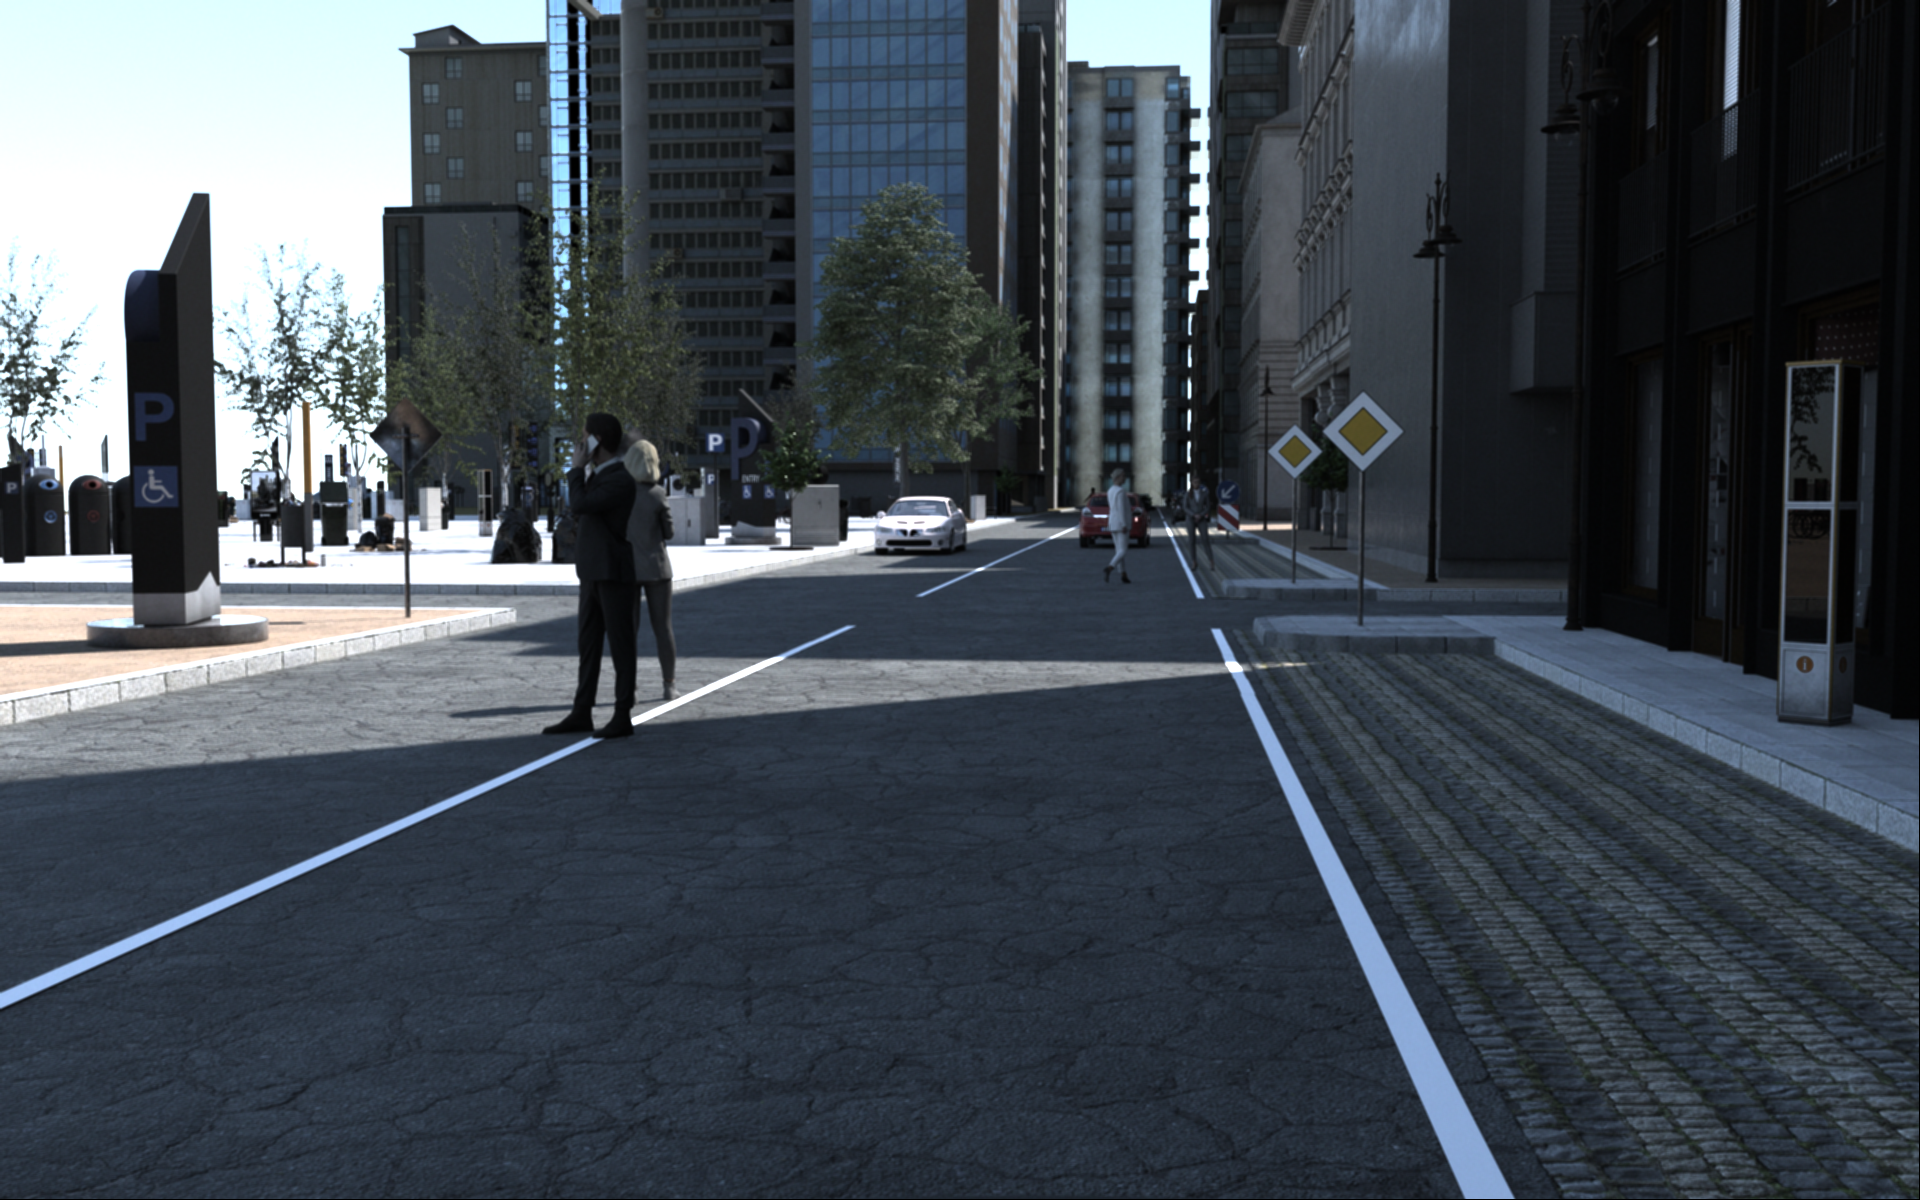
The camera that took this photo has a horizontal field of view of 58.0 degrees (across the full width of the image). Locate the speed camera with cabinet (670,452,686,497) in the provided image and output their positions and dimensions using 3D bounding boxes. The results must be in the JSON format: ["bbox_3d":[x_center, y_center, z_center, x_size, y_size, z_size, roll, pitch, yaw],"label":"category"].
[{"bbox_3d":[-13.956,-5.325,81.407,2.038,3.252,0.660,-1,4,-17],"label":"speed camera with cabinet"}]

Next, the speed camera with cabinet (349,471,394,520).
[{"bbox_3d":[-29.498,-5.659,86.853,2.038,3.252,0.660,0,4,2],"label":"speed camera with cabinet"}]

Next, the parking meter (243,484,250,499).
[{"bbox_3d":[-39.447,-5.517,95.920,0.399,1.863,0.255,1,4,19],"label":"parking meter"}]

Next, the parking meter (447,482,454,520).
[{"bbox_3d":[-25.344,-4.910,85.988,0.399,1.863,0.255,0,4,-5],"label":"parking meter"}]

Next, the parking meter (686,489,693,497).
[{"bbox_3d":[-14.314,-5.092,91.657,0.372,1.533,0.369,0,3,0],"label":"parking meter"}]

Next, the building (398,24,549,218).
[{"bbox_3d":[-46.088,-37.542,203.053,27.495,52.752,28.713,0,4,6],"label":"building"}]

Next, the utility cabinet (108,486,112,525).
[{"bbox_3d":[-23.755,-2.471,49.072,1.173,1.500,0.318,0,4,-1],"label":"utility cabinet"}]

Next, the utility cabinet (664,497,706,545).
[{"bbox_3d":[-6.920,-1.978,43.500,1.020,1.237,0.306,1,4,16],"label":"utility cabinet"}]

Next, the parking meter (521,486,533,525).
[{"bbox_3d":[-14.019,-2.917,56.112,0.372,1.533,0.369,0,3,0],"label":"parking meter"}]

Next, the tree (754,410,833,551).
[{"bbox_3d":[-3.945,-2.767,39.845,1.663,3.219,1.824,0,3,0],"label":"tree"}]

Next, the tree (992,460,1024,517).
[{"bbox_3d":[2.547,-6.384,98.985,1.663,3.219,1.824,0,3,0],"label":"tree"}]

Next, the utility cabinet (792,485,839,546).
[{"bbox_3d":[-3.539,-2.054,42.266,1.173,1.500,0.318,0,4,-7],"label":"utility cabinet"}]

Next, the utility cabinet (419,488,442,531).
[{"bbox_3d":[-18.366,-3.140,60.016,0.318,1.500,1.173,0,4,7],"label":"utility cabinet"}]

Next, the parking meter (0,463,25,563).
[{"bbox_3d":[-17.640,-1.620,32.197,0.399,1.863,0.255,-2,4,-32],"label":"parking meter"}]

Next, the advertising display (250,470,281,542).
[{"bbox_3d":[-18.774,-2.545,46.826,0.974,1.923,0.123,2,4,24],"label":"advertising display"}]

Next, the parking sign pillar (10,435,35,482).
[{"bbox_3d":[-43.070,-5.576,79.637,1.447,3.967,1.447,0,4,1],"label":"parking sign pillar"}]

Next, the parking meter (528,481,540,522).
[{"bbox_3d":[-19.562,-4.510,79.445,0.399,1.863,0.255,1,4,9],"label":"parking meter"}]

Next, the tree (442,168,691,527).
[{"bbox_3d":[-8.536,-5.489,40.102,4.737,8.622,4.395,0,3,0],"label":"tree"}]

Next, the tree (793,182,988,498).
[{"bbox_3d":[-2.412,-8.906,63.748,7.486,12.596,7.792,0,3,0],"label":"tree"}]

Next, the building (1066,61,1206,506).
[{"bbox_3d":[11.449,-35.170,194.634,30.456,49.044,23.786,0,4,6],"label":"building"}]

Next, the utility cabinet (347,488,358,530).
[{"bbox_3d":[-21.529,-3.191,60.853,1.173,1.500,0.318,3,4,36],"label":"utility cabinet"}]

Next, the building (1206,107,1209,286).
[{"bbox_3d":[42.329,-34.939,190.861,30.456,49.044,23.786,0,4,6],"label":"building"}]

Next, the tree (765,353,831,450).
[{"bbox_3d":[-8.439,-8.546,90.095,4.360,8.622,3.978,0,3,0],"label":"tree"}]

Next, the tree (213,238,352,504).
[{"bbox_3d":[-19.390,-6.041,49.133,4.360,8.622,3.978,0,3,0],"label":"tree"}]

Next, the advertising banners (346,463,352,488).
[{"bbox_3d":[-33.439,-6.117,96.206,2.074,3.025,0.090,2,4,34],"label":"advertising banners"}]

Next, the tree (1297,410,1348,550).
[{"bbox_3d":[8.617,-2.788,40.190,1.663,3.219,1.824,0,3,0],"label":"tree"}]

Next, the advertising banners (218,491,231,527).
[{"bbox_3d":[-29.286,-4.330,66.980,2.074,3.025,0.090,0,4,0],"label":"advertising banners"}]

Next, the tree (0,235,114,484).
[{"bbox_3d":[-27.218,-6.120,50.426,4.360,8.622,3.978,0,3,0],"label":"tree"}]

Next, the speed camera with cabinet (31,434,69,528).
[{"bbox_3d":[-29.790,-3.879,57.765,2.038,3.252,0.660,-2,4,-34],"label":"speed camera with cabinet"}]

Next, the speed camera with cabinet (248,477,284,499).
[{"bbox_3d":[-37.766,-6.118,94.372,0.660,3.252,2.038,2,4,30],"label":"speed camera with cabinet"}]

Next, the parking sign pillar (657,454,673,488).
[{"bbox_3d":[-16.287,-6.466,94.199,1.447,3.967,1.447,0,4,-3],"label":"parking sign pillar"}]

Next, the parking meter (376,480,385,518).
[{"bbox_3d":[-24.621,-4.154,73.636,0.255,1.863,0.399,0,4,-3],"label":"parking meter"}]

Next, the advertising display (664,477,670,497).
[{"bbox_3d":[-11.389,-3.802,67.375,0.123,1.923,0.974,-1,4,-16],"label":"advertising display"}]

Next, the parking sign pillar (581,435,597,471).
[{"bbox_3d":[-16.173,-5.421,77.107,1.447,3.967,1.447,-2,4,-31],"label":"parking sign pillar"}]

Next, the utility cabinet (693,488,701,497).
[{"bbox_3d":[-9.923,-3.554,66.788,0.318,1.500,1.173,1,4,14],"label":"utility cabinet"}]

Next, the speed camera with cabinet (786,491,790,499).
[{"bbox_3d":[-7.337,-5.456,83.548,2.038,3.252,0.660,-1,4,-19],"label":"speed camera with cabinet"}]

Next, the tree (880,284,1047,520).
[{"bbox_3d":[0.202,-9.727,84.785,9.928,11.665,9.643,0,3,0],"label":"tree"}]

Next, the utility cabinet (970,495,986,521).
[{"bbox_3d":[0.872,-4.435,83.680,0.306,1.237,1.020,2,4,30],"label":"utility cabinet"}]

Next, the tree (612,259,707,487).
[{"bbox_3d":[-9.665,-6.340,54.029,4.360,8.622,3.978,0,3,0],"label":"tree"}]

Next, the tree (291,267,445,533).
[{"bbox_3d":[-19.514,-6.459,55.959,4.737,8.622,4.395,0,3,0],"label":"tree"}]

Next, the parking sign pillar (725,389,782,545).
[{"bbox_3d":[-5.255,-3.393,43.948,1.447,3.967,1.447,3,5,44],"label":"parking sign pillar"}]

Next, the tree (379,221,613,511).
[{"bbox_3d":[-12.371,-5.866,46.267,4.360,8.622,3.978,0,3,0],"label":"tree"}]

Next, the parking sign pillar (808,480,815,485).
[{"bbox_3d":[-8.386,-6.625,96.798,1.447,3.967,1.447,-1,4,-15],"label":"parking sign pillar"}]
